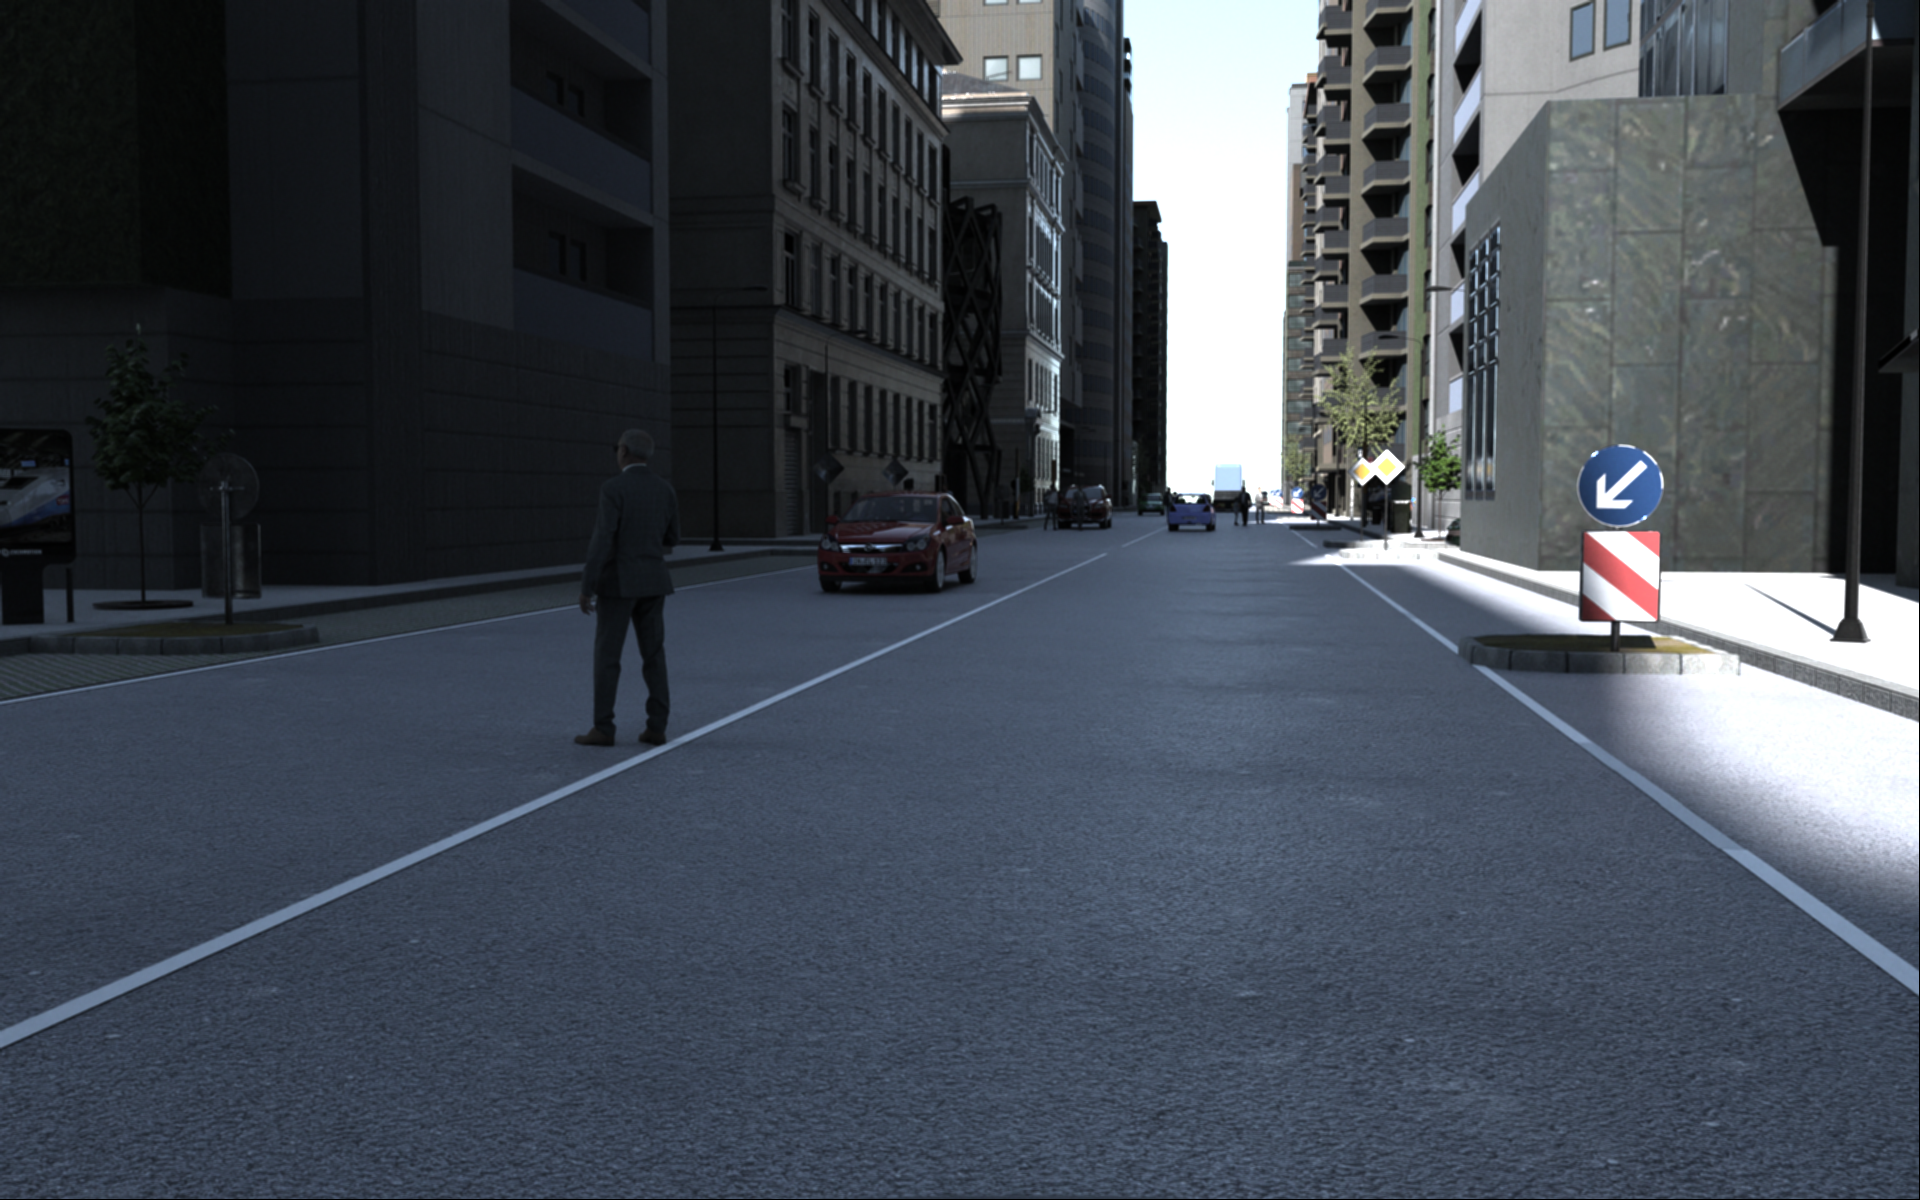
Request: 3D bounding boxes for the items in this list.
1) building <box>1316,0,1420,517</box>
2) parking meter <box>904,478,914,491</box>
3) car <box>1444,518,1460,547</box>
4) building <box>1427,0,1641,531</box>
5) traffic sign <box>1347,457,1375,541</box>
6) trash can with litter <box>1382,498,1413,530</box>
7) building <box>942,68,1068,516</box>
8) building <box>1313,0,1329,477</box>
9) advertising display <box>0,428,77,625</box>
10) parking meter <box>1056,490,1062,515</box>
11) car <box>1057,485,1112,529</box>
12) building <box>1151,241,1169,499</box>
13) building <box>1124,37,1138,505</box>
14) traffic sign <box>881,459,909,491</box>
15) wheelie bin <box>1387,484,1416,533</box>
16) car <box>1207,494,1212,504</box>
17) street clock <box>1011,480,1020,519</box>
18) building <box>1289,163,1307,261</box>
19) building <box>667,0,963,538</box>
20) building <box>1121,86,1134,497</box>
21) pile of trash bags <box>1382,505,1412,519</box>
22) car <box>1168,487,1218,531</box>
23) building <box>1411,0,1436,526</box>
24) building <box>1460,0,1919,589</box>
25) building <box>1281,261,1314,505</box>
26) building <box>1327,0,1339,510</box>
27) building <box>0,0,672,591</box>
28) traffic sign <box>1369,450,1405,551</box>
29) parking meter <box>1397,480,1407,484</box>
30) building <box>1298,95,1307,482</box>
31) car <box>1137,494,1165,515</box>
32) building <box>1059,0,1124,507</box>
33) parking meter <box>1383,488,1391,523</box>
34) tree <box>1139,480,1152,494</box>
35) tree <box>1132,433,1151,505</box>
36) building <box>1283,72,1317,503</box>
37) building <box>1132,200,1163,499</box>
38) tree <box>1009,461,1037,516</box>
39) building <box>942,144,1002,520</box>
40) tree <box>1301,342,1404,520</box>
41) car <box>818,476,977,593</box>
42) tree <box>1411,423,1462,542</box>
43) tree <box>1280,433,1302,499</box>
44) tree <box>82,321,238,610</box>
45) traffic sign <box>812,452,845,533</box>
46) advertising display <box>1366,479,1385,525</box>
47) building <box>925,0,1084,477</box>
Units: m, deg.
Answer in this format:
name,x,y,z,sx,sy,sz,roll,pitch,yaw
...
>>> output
name,x,y,z,sx,sy,sz,roll,pitch,yaw
building,32.308,-27.345,101.715,22.147,44.769,28.867,1,4,9
parking meter,-1.918,-3.604,64.642,0.255,1.863,0.399,2,4,25
car,14.152,-2.015,42.734,4.222,1.686,2.009,1,4,9
building,29.936,-31.193,52.006,28.212,58.520,21.231,1,4,9
traffic sign,10.881,-2.645,46.890,0.795,2.450,0.064,1,4,9
trash can with litter,15.306,-3.004,60.508,1.055,1.170,0.624,2,4,32
building,-0.649,-19.962,112.285,13.634,28.700,20.117,1,4,9
building,45.069,-34.320,150.374,28.713,52.752,27.495,1,4,9
advertising display,-9.253,-0.724,17.044,0.974,1.923,0.123,-2,4,-33
parking meter,6.171,-6.075,107.730,0.372,1.533,0.369,0,3,0
car,5.261,-3.915,72.680,2.281,1.827,5.304,1,4,8
building,25.468,-36.093,273.719,14.154,41.232,14.086,1,4,9
building,12.108,-55.604,221.797,22.319,86.520,31.000,1,4,9
traffic sign,-1.842,-2.773,48.975,0.795,2.450,0.064,1,4,9
wheelie bin,14.370,-2.976,56.570,0.980,1.594,0.693,1,4,12
car,33.456,-13.906,236.397,2.155,1.783,4.494,1,4,9
street clock,2.838,-5.142,88.635,0.358,2.002,0.471,-3,5,-42
building,50.424,-35.335,227.843,14.600,45.320,14.200,1,4,9
building,-10.218,-14.147,64.585,16.112,22.955,30.059,1,4,9
building,11.377,-32.904,188.092,14.600,45.320,14.200,1,4,9
pile of trash bags,22.186,-4.748,87.379,1.912,1.369,3.447,0,4,-7
car,9.155,-3.584,68.190,1.945,1.707,3.694,1,4,11
building,26.359,-18.446,73.297,14.160,30.474,14.107,1,4,9
building,19.810,-43.226,19.415,22.319,86.520,31.000,1,4,9
building,47.352,-27.055,214.044,14.160,30.474,14.107,1,4,9
building,35.100,-29.421,131.137,14.600,45.320,14.200,1,4,9
building,-20.684,-30.032,33.023,28.212,58.520,21.231,1,4,9
traffic sign,9.597,-2.163,39.008,0.795,2.450,0.064,1,4,9
parking meter,18.444,-4.070,72.248,0.399,1.863,0.255,0,4,-1
building,46.591,-32.064,178.868,22.147,44.769,28.867,1,4,9
car,13.072,-6.691,118.193,1.959,1.807,4.718,0,4,8
building,4.244,-38.222,166.925,21.231,58.520,28.212,1,4,9
parking meter,18.954,-4.182,76.787,0.372,1.533,0.369,0,3,0
tree,22.733,-13.334,212.618,1.663,3.219,1.824,0,3,0
tree,20.201,-15.250,199.699,4.360,8.622,3.978,0,3,0
building,57.174,-43.168,247.789,21.231,58.520,28.212,1,4,9
building,17.975,-36.578,252.680,22.147,44.769,28.867,1,4,9
tree,3.599,-6.495,100.801,1.663,3.219,1.824,0,3,0
building,-6.461,-13.533,88.713,16.820,18.784,16.811,1,4,9
tree,19.405,-8.200,84.435,4.737,8.622,4.395,0,3,0
car,-0.905,-1.076,26.633,2.155,1.783,4.494,1,4,10
tree,13.060,-3.207,47.035,1.663,3.219,1.824,0,3,0
tree,39.443,-15.478,203.434,4.737,8.622,4.395,0,3,0
tree,-9.230,-1.517,19.409,1.663,3.219,1.824,0,3,0
traffic sign,-3.126,-2.291,41.094,0.795,2.450,0.064,1,4,9
advertising display,17.474,-4.127,72.691,0.974,1.923,0.123,-1,4,-19
building,-4.457,-33.642,139.284,28.713,52.752,27.495,1,4,9
